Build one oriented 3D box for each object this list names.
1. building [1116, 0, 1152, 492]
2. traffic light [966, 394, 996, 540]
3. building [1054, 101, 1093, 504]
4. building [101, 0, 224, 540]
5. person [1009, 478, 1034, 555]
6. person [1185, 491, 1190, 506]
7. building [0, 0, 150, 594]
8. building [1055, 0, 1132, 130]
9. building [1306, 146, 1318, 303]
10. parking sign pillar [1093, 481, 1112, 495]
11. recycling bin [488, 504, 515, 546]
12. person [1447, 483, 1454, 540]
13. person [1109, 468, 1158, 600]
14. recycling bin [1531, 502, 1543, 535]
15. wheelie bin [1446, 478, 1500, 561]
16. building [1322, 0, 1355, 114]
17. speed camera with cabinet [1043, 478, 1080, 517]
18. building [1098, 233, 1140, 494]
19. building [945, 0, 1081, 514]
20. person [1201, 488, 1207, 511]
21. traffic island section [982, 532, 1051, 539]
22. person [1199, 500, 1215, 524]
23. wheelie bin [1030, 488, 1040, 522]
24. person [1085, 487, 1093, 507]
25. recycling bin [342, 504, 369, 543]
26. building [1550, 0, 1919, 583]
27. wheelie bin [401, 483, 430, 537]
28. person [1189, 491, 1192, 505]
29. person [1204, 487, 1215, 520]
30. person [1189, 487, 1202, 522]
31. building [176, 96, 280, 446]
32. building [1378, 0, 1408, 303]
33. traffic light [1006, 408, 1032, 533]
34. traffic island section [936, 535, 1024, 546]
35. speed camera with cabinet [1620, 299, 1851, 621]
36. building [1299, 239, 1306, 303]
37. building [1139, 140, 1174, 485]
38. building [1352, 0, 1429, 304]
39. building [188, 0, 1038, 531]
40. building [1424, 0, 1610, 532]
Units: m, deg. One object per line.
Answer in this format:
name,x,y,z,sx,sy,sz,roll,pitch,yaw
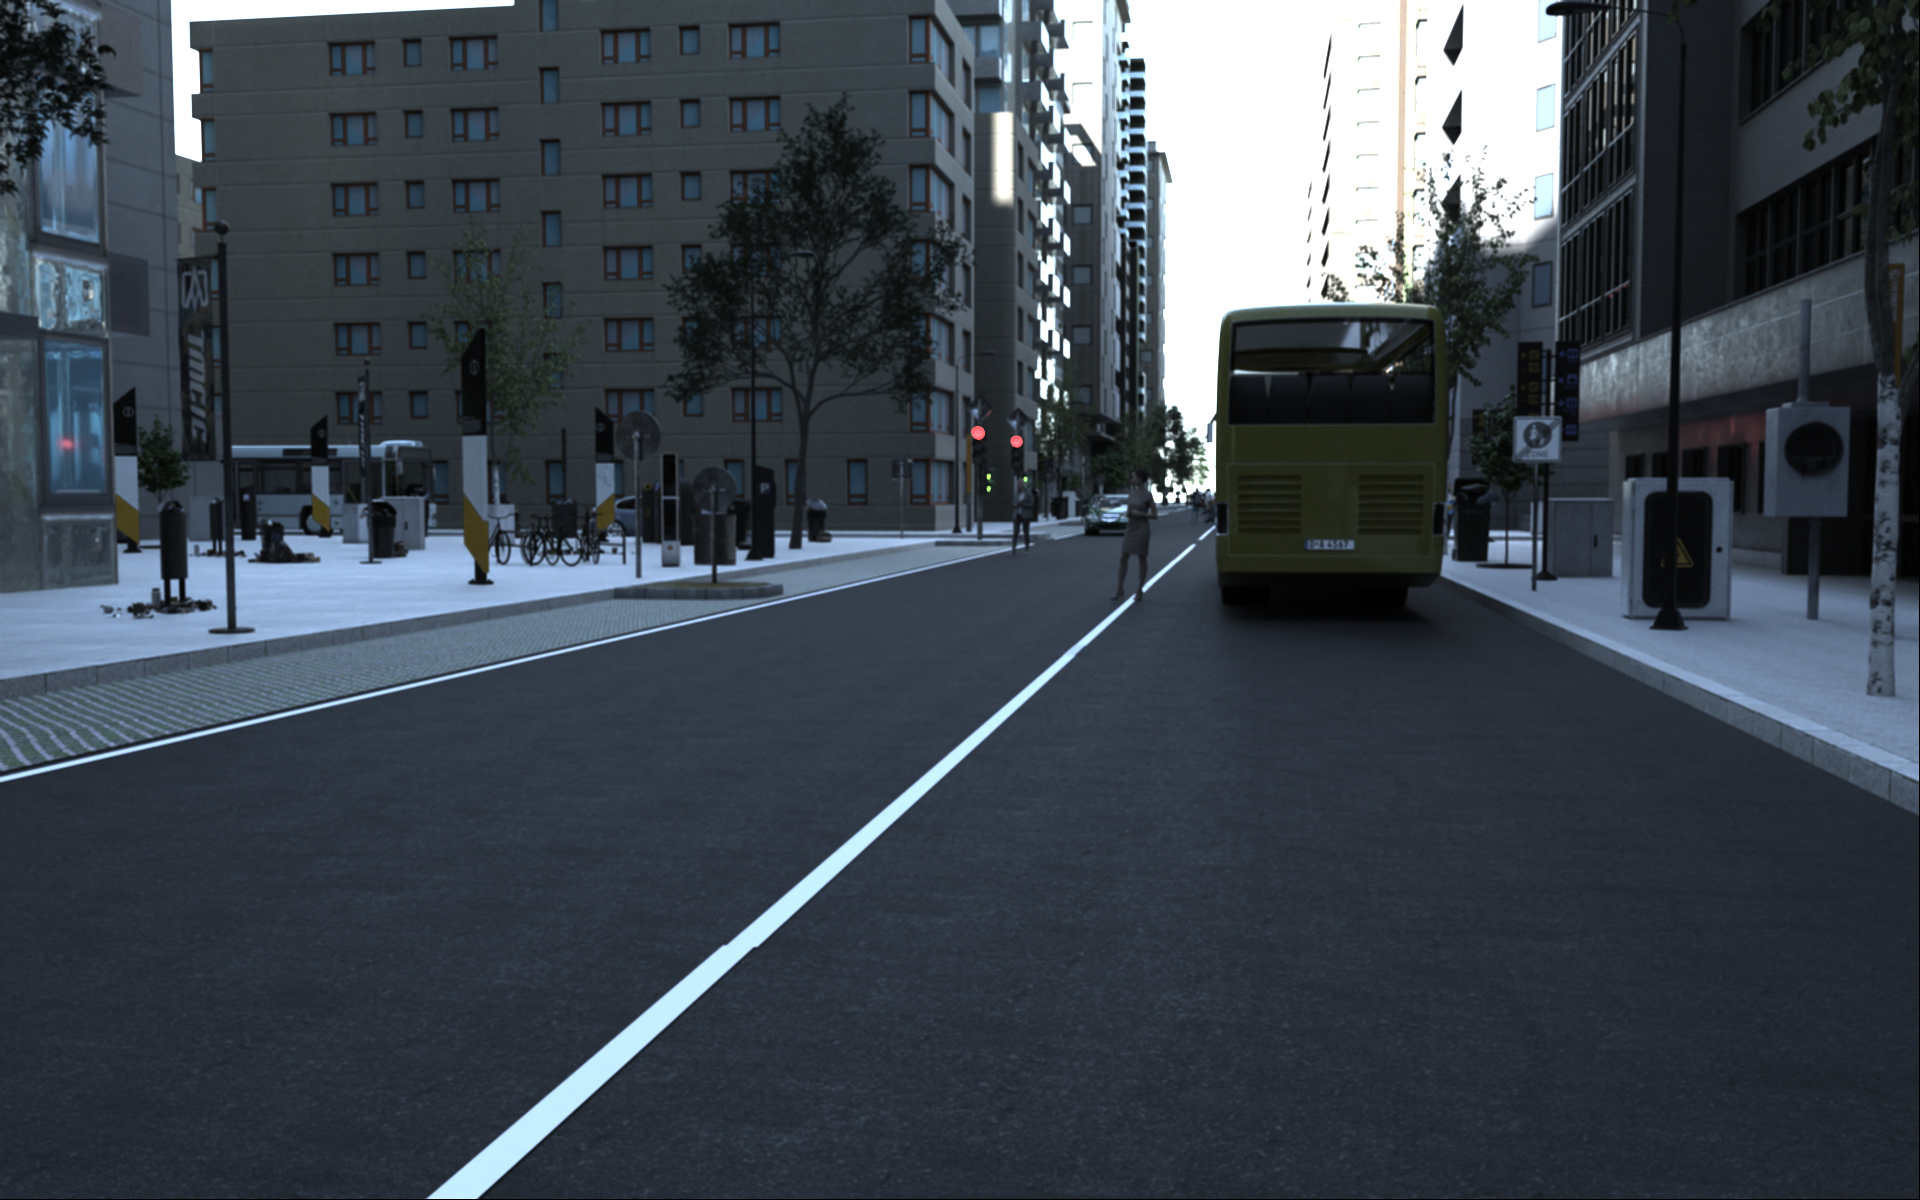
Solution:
building,15.107,-56.227,231.982,22.319,86.520,31.000,1,4,10
traffic light,0.575,-3.642,48.475,0.839,4.253,0.868,1,4,10
building,-4.224,-27.742,145.460,32.217,40.220,23.993,1,4,10
building,-33.831,-36.909,41.715,20.611,71.187,20.563,1,4,10
person,1.475,-1.974,40.959,0.537,1.800,0.526,2,4,34
person,24.575,-10.864,186.852,0.721,1.736,1.217,2,4,28
building,-23.522,-24.000,12.013,23.786,49.044,30.456,1,4,10
building,1.645,-35.572,170.839,28.713,52.752,27.495,1,4,10
building,56.633,-36.962,228.034,21.300,48.544,21.600,1,4,10
parking sign pillar,10.430,-8.455,126.710,1.447,3.967,1.447,1,4,20
recycling bin,-11.573,-1.867,43.079,0.722,1.027,0.722,2,4,24
person,14.733,-2.661,52.191,0.537,1.800,0.526,0,4,7
person,2.347,-0.888,23.366,0.599,1.781,0.374,3,5,43
recycling bin,18.366,-2.563,54.453,0.722,1.027,0.722,2,4,25
wheelie bin,9.811,-1.541,33.105,0.980,1.594,0.693,0,4,8
building,44.297,-32.729,158.819,21.300,48.544,21.600,1,4,10
speed camera with cabinet,5.627,-6.201,95.729,2.038,3.252,0.660,0,4,6
building,12.276,-25.645,191.003,14.160,30.474,14.107,1,4,10
building,-4.822,-30.091,111.599,23.786,49.044,30.456,1,4,10
person,17.792,-7.165,125.416,0.659,1.850,0.755,3,4,37
traffic island section,1.862,-2.092,56.491,2.009,0.180,2.903,1,4,10
person,11.862,-4.163,82.064,0.738,1.151,1.012,-1,4,-19
wheelie bin,3.339,-4.391,79.695,0.693,1.594,0.980,0,4,3
person,6.102,-4.552,83.175,0.600,1.795,0.529,0,4,7
recycling bin,-15.679,-2.009,45.407,0.722,1.027,0.722,2,4,34
building,18.917,-12.684,26.454,14.314,24.678,30.058,1,4,10
wheelie bin,-16.162,-2.665,51.481,0.693,1.594,0.980,2,4,26
person,28.966,-12.808,218.000,1.348,1.812,0.705,-3,5,-41
person,13.412,-5.187,93.537,0.641,1.798,0.478,-1,4,-22
person,11.903,-4.811,87.506,0.623,1.781,0.721,0,4,3
building,-54.830,-14.697,85.338,28.899,21.520,27.650,1,4,10
building,33.133,-27.847,105.417,14.600,45.320,14.200,1,4,10
traffic light,1.900,-4.124,56.350,0.839,4.253,0.868,1,4,10
traffic island section,0.537,-1.611,48.616,2.009,0.180,2.903,1,4,10
speed camera with cabinet,7.885,-1.426,17.657,2.038,3.252,0.660,1,4,12
building,61.184,-36.295,277.013,14.154,41.232,14.086,1,4,10
building,17.358,-41.213,263.064,28.713,52.752,27.495,1,4,10
building,39.017,-27.991,141.246,14.154,41.232,14.086,1,4,10
building,-12.096,-14.097,75.525,27.650,21.520,28.899,1,4,10
building,32.238,-31.793,61.812,28.212,58.520,21.231,1,4,10
